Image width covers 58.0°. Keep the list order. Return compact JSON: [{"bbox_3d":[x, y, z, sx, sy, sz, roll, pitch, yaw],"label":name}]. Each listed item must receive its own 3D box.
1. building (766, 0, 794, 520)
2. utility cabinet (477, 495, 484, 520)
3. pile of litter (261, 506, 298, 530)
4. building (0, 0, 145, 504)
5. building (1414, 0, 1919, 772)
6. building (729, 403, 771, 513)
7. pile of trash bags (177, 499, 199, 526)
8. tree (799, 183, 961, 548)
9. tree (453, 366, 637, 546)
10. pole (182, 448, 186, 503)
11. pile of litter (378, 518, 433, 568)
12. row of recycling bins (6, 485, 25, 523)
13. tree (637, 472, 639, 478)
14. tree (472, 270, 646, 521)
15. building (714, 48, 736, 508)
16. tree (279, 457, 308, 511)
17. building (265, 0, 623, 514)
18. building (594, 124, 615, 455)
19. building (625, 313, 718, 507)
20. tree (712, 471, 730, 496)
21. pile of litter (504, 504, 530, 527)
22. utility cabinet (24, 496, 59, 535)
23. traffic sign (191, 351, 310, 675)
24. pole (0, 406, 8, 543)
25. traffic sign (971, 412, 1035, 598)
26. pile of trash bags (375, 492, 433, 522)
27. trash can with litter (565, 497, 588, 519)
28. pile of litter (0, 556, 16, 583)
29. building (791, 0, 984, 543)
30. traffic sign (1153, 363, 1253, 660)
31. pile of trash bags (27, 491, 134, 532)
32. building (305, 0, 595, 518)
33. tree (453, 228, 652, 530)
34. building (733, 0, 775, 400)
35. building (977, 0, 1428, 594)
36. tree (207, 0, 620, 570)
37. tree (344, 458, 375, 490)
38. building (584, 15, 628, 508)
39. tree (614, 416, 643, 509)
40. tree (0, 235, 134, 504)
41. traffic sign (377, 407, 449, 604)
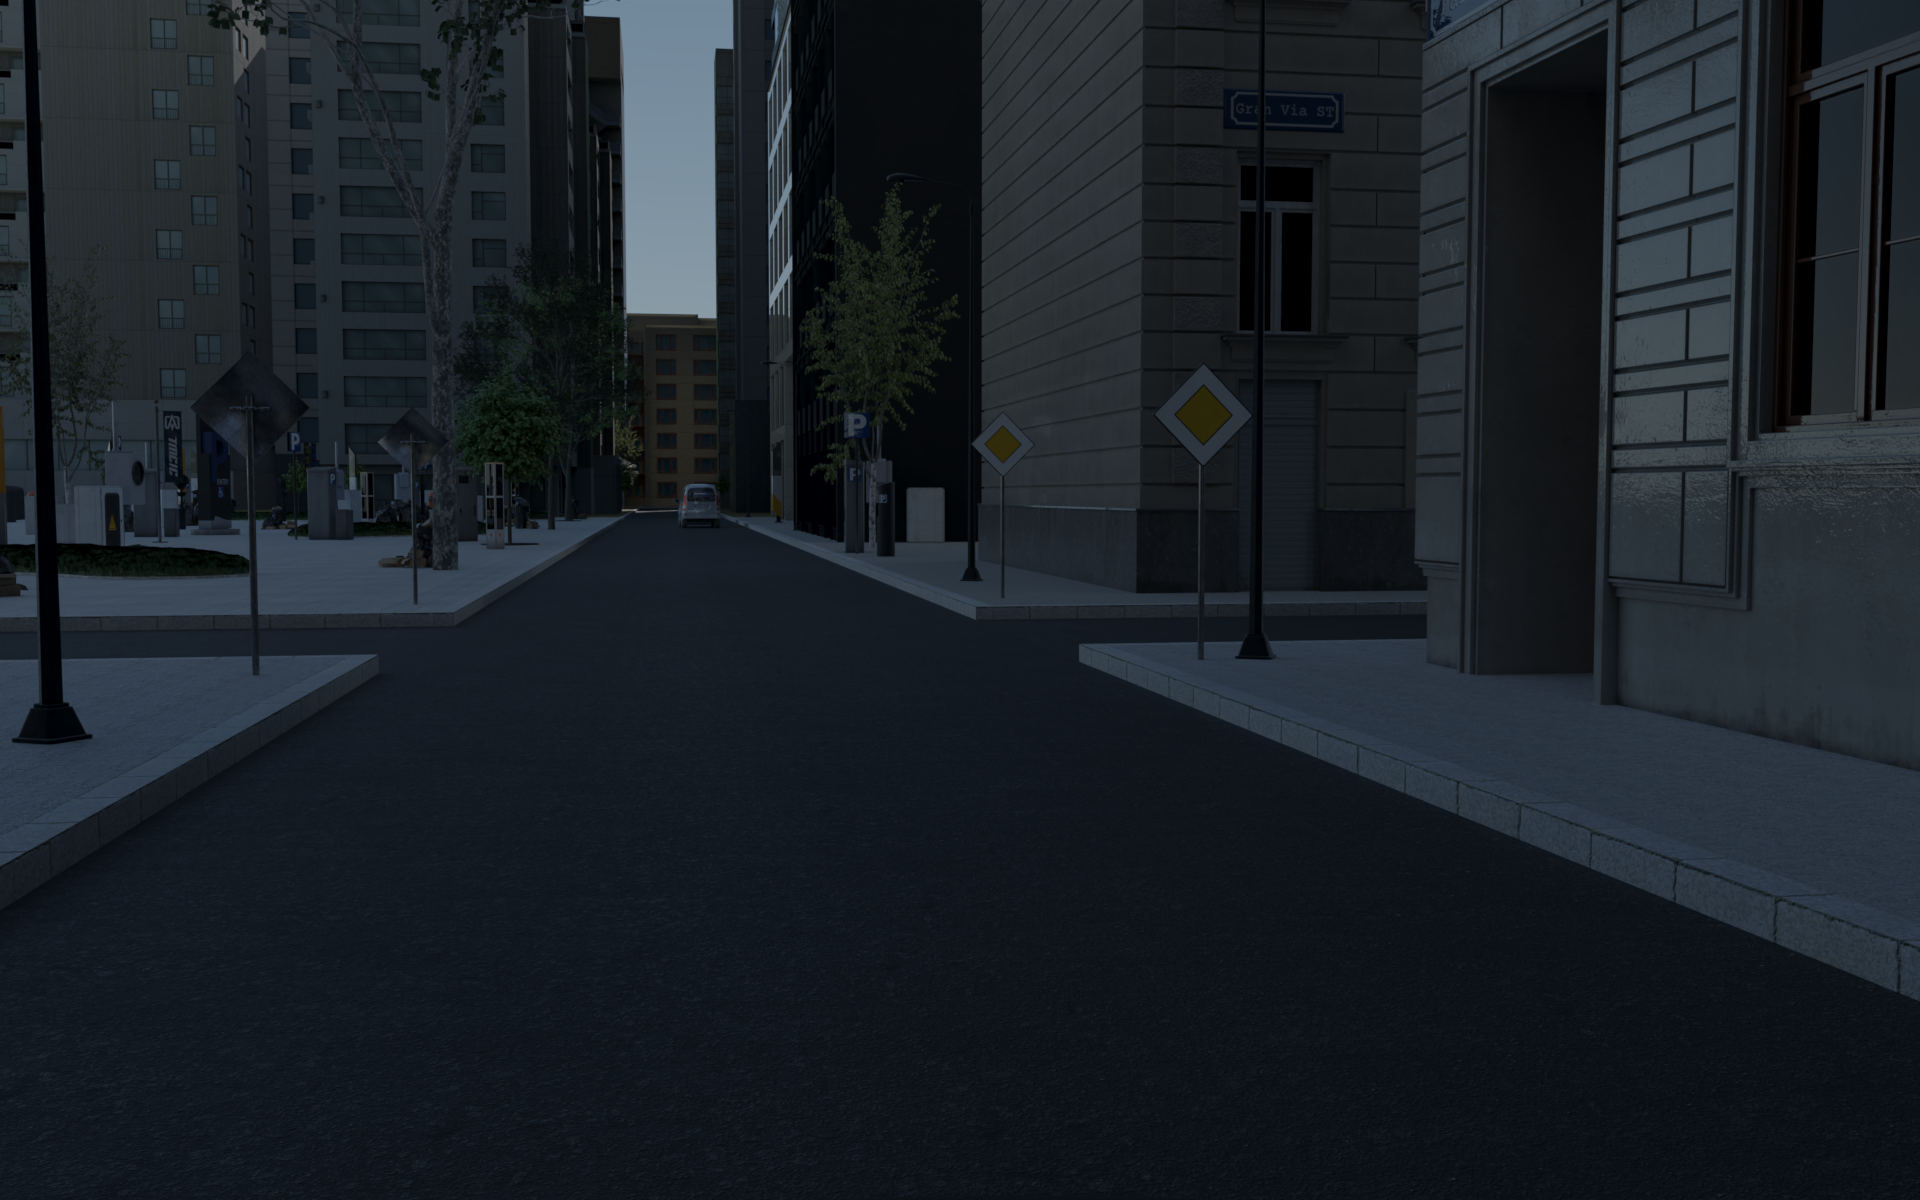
[{"bbox_3d":[1.849,-16.841,79.867,19.350,26.468,34.151,-1,4,-10],"label":"building"},{"bbox_3d":[-22.344,-4.253,80.692,0.306,1.237,1.020,-1,4,-12],"label":"utility cabinet"},{"bbox_3d":[-24.705,-3.008,63.145,1.719,0.858,1.176,-3,5,-39],"label":"pile of litter"},{"bbox_3d":[-71.867,-34.119,147.080,27.495,52.752,28.713,-1,4,-10],"label":"building"},{"bbox_3d":[10.063,-10.249,3.731,11.583,22.565,21.152,-1,4,-10],"label":"building"},{"bbox_3d":[-3.510,-48.949,112.989,22.319,86.520,31.000,-1,4,-10],"label":"building"},{"bbox_3d":[-30.949,-3.695,70.161,3.447,1.369,1.912,2,4,30],"label":"pile of trash bags"},{"bbox_3d":[-2.075,-5.575,41.507,4.737,8.622,4.395,0,3,0],"label":"tree"},{"bbox_3d":[-11.306,-3.666,43.653,4.285,4.588,4.351,0,3,0],"label":"tree"},{"bbox_3d":[-34.699,-5.113,77.435,0.158,3.312,0.155,0,3,0],"label":"pole"},{"bbox_3d":[-9.612,-1.009,30.464,1.176,0.858,1.719,-2,4,-27],"label":"pile of litter"},{"bbox_3d":[-47.472,-4.875,86.822,1.069,1.692,3.534,-2,4,-26],"label":"row of recycling bins"},{"bbox_3d":[-28.617,-9.893,145.471,4.285,4.588,4.351,0,3,0],"label":"tree"},{"bbox_3d":[-18.574,-9.512,81.271,9.928,11.665,9.643,0,3,0],"label":"tree"},{"bbox_3d":[-16.061,-29.374,163.862,14.154,41.232,14.086,-1,4,-10],"label":"building"},{"bbox_3d":[-34.298,-5.797,89.375,1.663,3.219,1.824,0,3,0],"label":"tree"},{"bbox_3d":[-33.479,-41.428,115.607,20.563,71.187,20.611,-1,4,-10],"label":"building"},{"bbox_3d":[-34.218,-22.177,134.300,14.160,30.474,14.107,-1,4,-10],"label":"building"},{"bbox_3d":[-39.895,-21.051,189.219,28.899,21.520,27.650,-1,4,-10],"label":"building"},{"bbox_3d":[-20.153,-9.277,146.288,1.663,3.219,1.824,0,3,0],"label":"tree"},{"bbox_3d":[-19.513,-3.665,73.881,1.719,0.858,1.176,1,4,19],"label":"pile of litter"},{"bbox_3d":[-29.001,-2.664,54.714,1.020,1.237,0.306,1,4,10],"label":"utility cabinet"},{"bbox_3d":[-4.988,-0.524,12.214,0.795,2.450,0.064,-1,4,-10],"label":"traffic sign"},{"bbox_3d":[-22.292,-2.839,40.254,0.158,3.312,0.155,0,3,0],"label":"pole"},{"bbox_3d":[0.519,-1.076,21.228,0.795,2.450,0.064,-1,4,-10],"label":"traffic sign"},{"bbox_3d":[-21.749,-3.630,69.102,1.912,1.369,3.447,1,4,15],"label":"pile of trash bags"},{"bbox_3d":[-19.376,-4.659,87.557,1.055,1.170,0.624,-3,5,-40],"label":"trash can with litter"},{"bbox_3d":[-13.587,-0.578,23.423,1.176,0.858,1.719,3,4,37],"label":"pile of litter"},{"bbox_3d":[1.489,-13.717,53.954,12.332,23.373,15.834,-1,4,-10],"label":"building"},{"bbox_3d":[1.861,-0.594,13.356,0.795,2.450,0.064,-1,4,-10],"label":"traffic sign"},{"bbox_3d":[-29.590,-2.977,58.429,3.447,1.369,1.912,-1,4,-17],"label":"pile of trash bags"},{"bbox_3d":[-28.686,-20.066,99.788,14.160,30.474,14.107,-1,4,-10],"label":"building"},{"bbox_3d":[-14.853,-7.793,61.836,8.767,10.594,7.601,1,4,16],"label":"tree"},{"bbox_3d":[-8.132,-36.775,143.269,21.231,58.520,28.212,-1,4,-10],"label":"building"},{"bbox_3d":[13.273,-14.178,29.079,25.104,27.353,12.463,-1,4,-10],"label":"building"},{"bbox_3d":[-10.079,-10.608,29.327,12.611,20.169,13.585,0,3,0],"label":"tree"},{"bbox_3d":[-31.807,-5.935,91.644,1.663,3.219,1.824,0,3,0],"label":"tree"},{"bbox_3d":[-38.248,-31.196,160.159,14.200,45.320,14.600,-1,4,-10],"label":"building"},{"bbox_3d":[-29.688,-12.367,152.561,4.360,8.622,3.978,0,3,0],"label":"tree"},{"bbox_3d":[-24.573,-5.936,47.409,4.360,8.622,3.978,0,3,0],"label":"tree"},{"bbox_3d":[-6.330,-1.006,20.086,0.795,2.450,0.064,-1,4,-10],"label":"traffic sign"}]
